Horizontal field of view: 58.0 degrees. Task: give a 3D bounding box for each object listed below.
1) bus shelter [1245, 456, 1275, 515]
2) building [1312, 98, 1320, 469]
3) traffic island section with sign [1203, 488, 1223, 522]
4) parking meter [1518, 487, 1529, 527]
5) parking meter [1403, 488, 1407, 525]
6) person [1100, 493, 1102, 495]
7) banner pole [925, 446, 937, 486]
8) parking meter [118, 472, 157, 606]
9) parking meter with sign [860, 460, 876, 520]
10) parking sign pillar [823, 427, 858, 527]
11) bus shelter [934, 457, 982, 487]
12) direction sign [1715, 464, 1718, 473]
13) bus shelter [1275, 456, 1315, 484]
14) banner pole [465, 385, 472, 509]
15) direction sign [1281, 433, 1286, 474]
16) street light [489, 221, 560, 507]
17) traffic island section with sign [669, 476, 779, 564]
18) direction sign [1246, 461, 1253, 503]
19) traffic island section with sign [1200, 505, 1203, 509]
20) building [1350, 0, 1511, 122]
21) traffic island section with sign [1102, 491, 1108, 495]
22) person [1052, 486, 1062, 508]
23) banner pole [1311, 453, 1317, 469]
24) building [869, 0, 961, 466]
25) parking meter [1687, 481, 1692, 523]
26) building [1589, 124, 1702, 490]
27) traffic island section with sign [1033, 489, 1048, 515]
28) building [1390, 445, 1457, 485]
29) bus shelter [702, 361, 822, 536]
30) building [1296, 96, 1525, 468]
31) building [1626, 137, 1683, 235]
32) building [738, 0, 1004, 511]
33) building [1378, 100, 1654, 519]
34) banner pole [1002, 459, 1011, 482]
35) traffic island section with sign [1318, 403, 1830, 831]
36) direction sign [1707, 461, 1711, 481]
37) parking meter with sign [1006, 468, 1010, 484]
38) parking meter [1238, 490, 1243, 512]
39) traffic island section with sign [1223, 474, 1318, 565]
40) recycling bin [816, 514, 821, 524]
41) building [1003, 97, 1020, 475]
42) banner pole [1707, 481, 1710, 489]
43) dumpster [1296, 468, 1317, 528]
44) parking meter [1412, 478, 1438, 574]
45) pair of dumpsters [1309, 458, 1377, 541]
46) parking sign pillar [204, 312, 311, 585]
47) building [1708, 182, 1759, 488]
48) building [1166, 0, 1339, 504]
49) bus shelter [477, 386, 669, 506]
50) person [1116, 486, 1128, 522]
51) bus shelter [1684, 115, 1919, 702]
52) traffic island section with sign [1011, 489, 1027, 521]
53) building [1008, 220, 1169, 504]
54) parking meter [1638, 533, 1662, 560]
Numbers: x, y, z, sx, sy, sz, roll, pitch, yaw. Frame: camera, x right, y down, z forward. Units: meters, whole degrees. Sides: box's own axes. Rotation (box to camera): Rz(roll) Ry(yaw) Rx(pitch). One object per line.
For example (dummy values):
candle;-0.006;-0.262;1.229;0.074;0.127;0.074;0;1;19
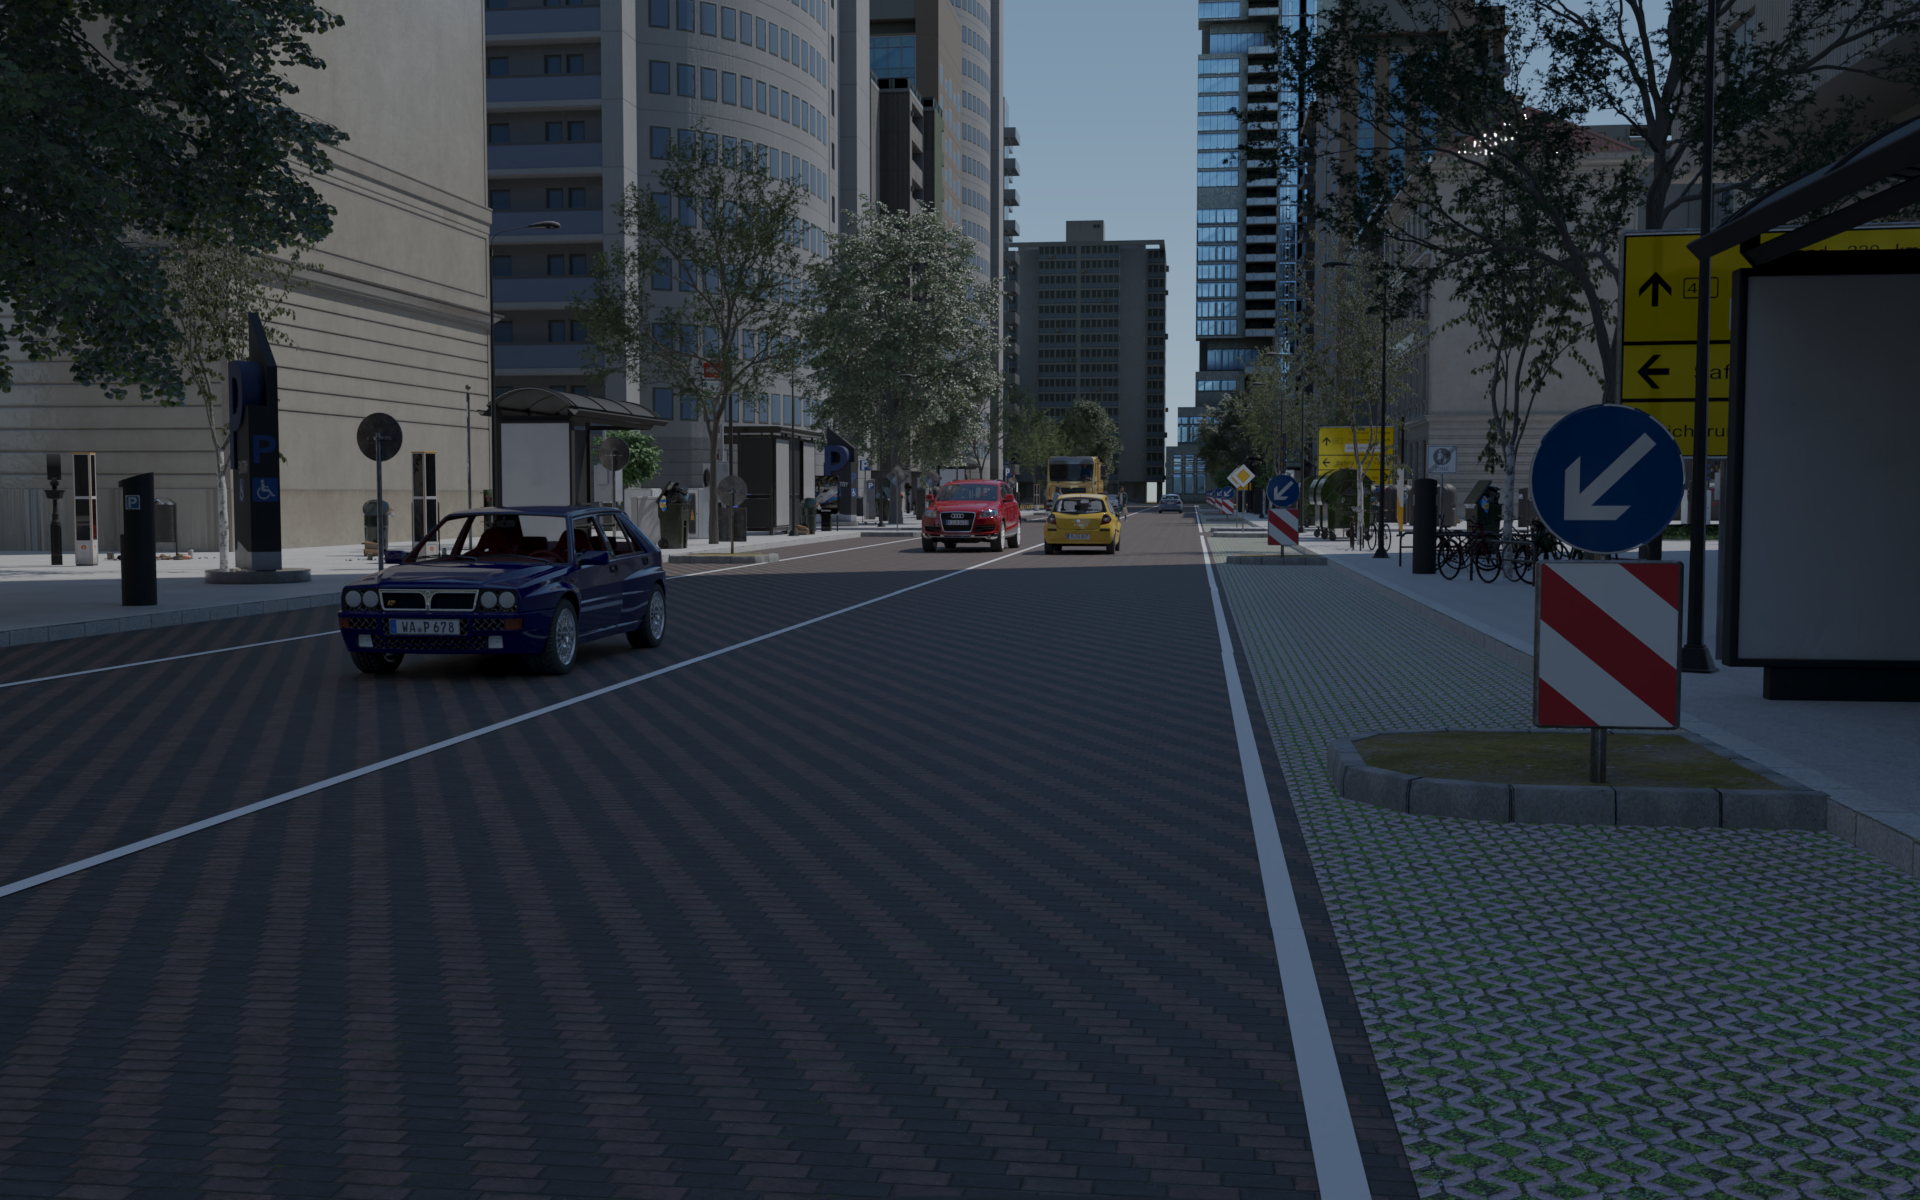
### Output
bus shelter;19.191;-7.302;110.673;1.731;3.624;6.357;0;4;7
building;42.015;-31.707;168.520;14.600;45.320;14.200;0;4;8
traffic island section with sign;13.860;-5.005;90.466;1.989;1.847;2.006;0;4;8
parking meter;21.713;-3.569;66.770;0.372;1.533;0.369;0;3;0
parking meter;18.578;-3.933;72.708;0.372;1.533;0.369;0;3;0
person;17.847;-13.015;221.819;0.617;1.759;0.750;3;4;37
banner pole;-1.444;-6.086;89.530;0.863;3.779;0.401;-1;4;-10
parking meter;-9.475;-0.706;19.960;0.372;1.533;0.369;0;3;0
parking meter with sign;-4.619;-5.595;87.738;0.543;3.016;1.738;-1;4;-16
parking sign pillar;-4.772;-4.915;68.831;1.447;3.967;1.447;2;4;29
bus shelter;-0.138;-6.209;95.442;2.014;3.302;5.546;0;4;8
direction sign;57.639;-8.548;131.762;0.379;3.537;0.876;0;4;-4
bus shelter;18.403;-6.221;95.630;2.014;3.302;5.546;0;4;8
banner pole;-11.192;-3.023;39.444;0.401;3.779;0.863;-1;4;-12
direction sign;12.153;-4.473;65.127;0.379;3.537;0.876;0;4;1
street light;-7.492;-3.497;29.711;1.470;5.913;1.316;0;4;8
traffic island section with sign;-4.901;-1.709;36.565;1.989;1.847;2.006;0;4;8
direction sign;19.999;-7.815;119.774;0.379;3.537;0.876;3;5;40
traffic island section with sign;17.449;-6.639;117.182;1.989;1.847;2.006;0;4;8
building;40.081;-30.817;153.973;14.600;45.320;14.200;0;4;8
traffic island section with sign;16.438;-11.425;195.422;1.989;1.847;2.006;0;4;8
person;4.194;-4.077;75.422;0.793;1.790;0.793;3;5;41
banner pole;21.815;-7.120;106.426;0.863;3.779;0.401;3;5;40
building;-7.655;-30.605;150.495;14.600;45.320;14.200;0;4;8
parking meter;27.872;-3.678;65.841;0.399;1.863;0.255;0;4;8
building;74.739;-31.234;194.265;14.086;41.232;14.154;0;4;8
traffic island section with sign;6.085;-6.713;118.379;1.989;1.847;2.006;0;4;8
building;66.223;-28.241;233.444;14.107;30.474;14.160;0;4;8
bus shelter;-6.338;-4.714;54.714;2.179;5.291;8.768;0;4;8
building;48.610;-32.750;190.079;22.147;44.769;28.867;0;4;8
building;89.098;-37.645;235.098;30.456;49.044;23.786;0;4;8
building;-7.657;-38.538;172.090;21.231;58.520;28.212;0;4;8
building;30.456;-16.010;97.925;11.583;22.565;21.152;0;4;8
banner pole;3.387;-8.218;124.384;0.863;3.779;0.401;-3;4;-36
traffic island section with sign;2.835;0.015;8.390;1.989;1.847;2.006;0;4;8
direction sign;43.983;-6.757;102.477;0.379;3.537;0.876;-3;4;-36
parking meter with sign;2.537;-7.316;115.871;1.738;3.016;0.543;3;5;44
parking meter;19.614;-6.890;121.067;0.372;1.533;0.369;0;3;0
traffic island section with sign;6.494;-1.650;35.612;1.989;1.847;2.006;0;4;8
recycling bin;-5.834;-3.842;75.368;0.722;1.027;0.722;2;4;29
building;-8.727;-35.519;200.347;30.456;49.044;23.786;0;4;8
banner pole;53.494;-8.195;124.006;0.863;3.779;0.401;-2;4;-28
dumpster;13.715;-3.921;66.609;1.502;2.255;1.985;0;4;8
parking meter;7.477;-1.189;27.854;0.372;1.533;0.369;0;3;0
pair of dumpsters;10.861;-2.860;49.247;1.574;2.255;4.437;0;4;8
parking sign pillar;-10.237;-2.244;25.154;1.447;3.967;1.447;-2;4;-32
building;91.615;-45.846;187.837;20.611;71.187;20.563;0;4;8
building;44.494;-56.679;239.378;31.000;86.520;22.319;0;4;8
bus shelter;-7.742;-2.533;35.333;2.014;3.302;5.546;0;4;8
person;8.377;-4.937;89.199;0.794;1.824;0.713;3;5;45
bus shelter;5.244;-0.872;8.186;2.014;3.302;5.546;0;4;7
traffic island section with sign;2.501;-5.079;91.662;1.989;1.847;2.006;0;4;8
building;17.808;-34.054;248.655;23.993;40.220;32.217;0;4;8
parking meter;13.143;-1.664;32.914;0.399;1.863;0.255;-1;4;-15
